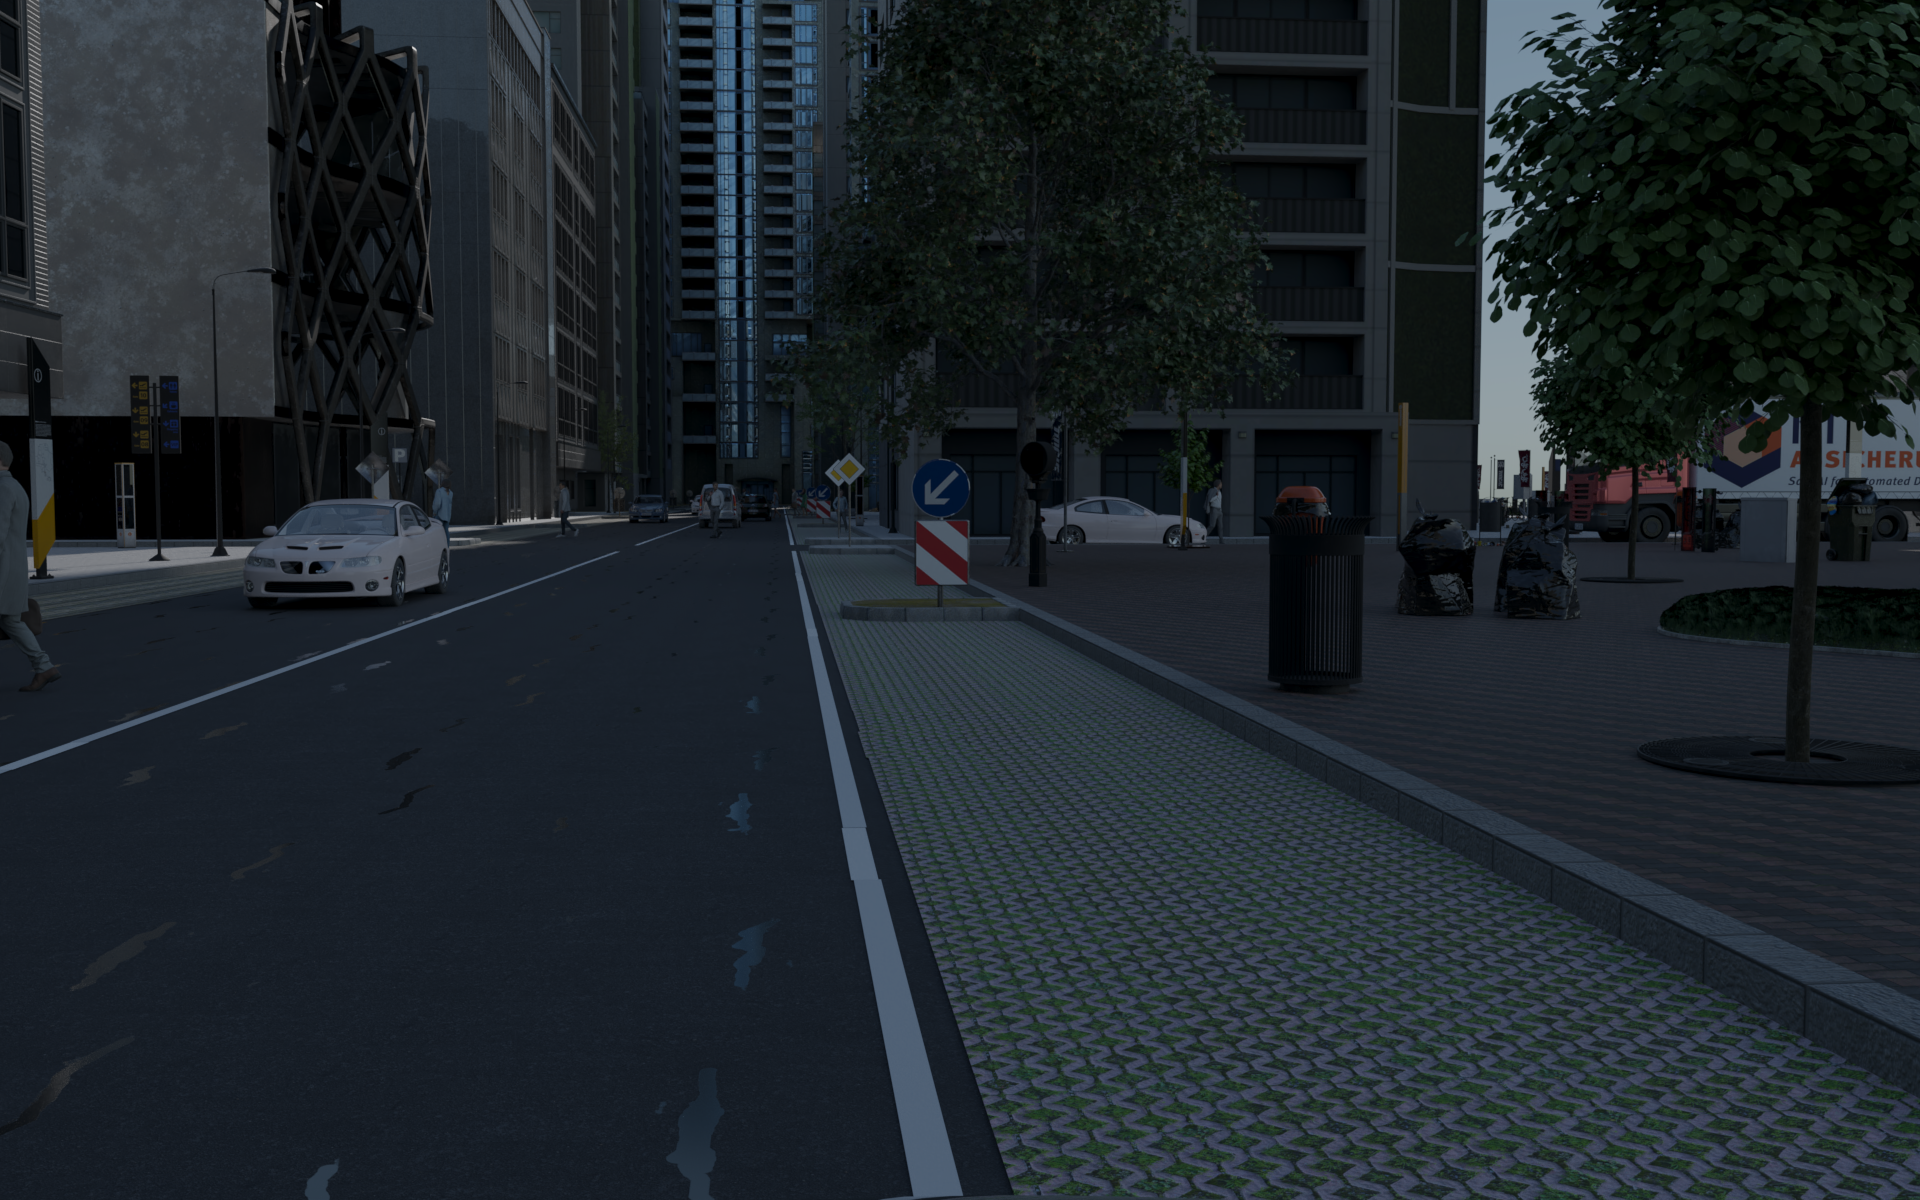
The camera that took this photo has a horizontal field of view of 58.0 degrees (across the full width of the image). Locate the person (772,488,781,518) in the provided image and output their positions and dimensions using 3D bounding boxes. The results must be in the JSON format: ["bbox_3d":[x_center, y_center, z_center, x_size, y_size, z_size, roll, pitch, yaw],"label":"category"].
[{"bbox_3d":[-10.840,-5.739,102.423,0.778,1.811,0.616,2,4,35],"label":"person"}]

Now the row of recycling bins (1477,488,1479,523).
[{"bbox_3d":[21.826,-4.335,77.986,1.069,1.692,3.534,-3,4,-36],"label":"row of recycling bins"}]

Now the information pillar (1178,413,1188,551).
[{"bbox_3d":[5.080,-2.933,39.309,0.183,3.616,0.504,0,4,1],"label":"information pillar"}]

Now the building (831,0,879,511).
[{"bbox_3d":[-0.262,-50.723,141.990,22.319,86.520,31.000,0,4,-6],"label":"building"}]

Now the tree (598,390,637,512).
[{"bbox_3d":[-24.360,-10.426,120.822,4.737,8.622,4.395,0,3,0],"label":"tree"}]

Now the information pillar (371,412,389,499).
[{"bbox_3d":[-16.548,-3.555,49.471,0.504,3.616,0.183,0,4,4],"label":"information pillar"}]

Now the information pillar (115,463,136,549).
[{"bbox_3d":[-19.717,-2.228,40.924,0.304,2.012,0.304,2,4,33],"label":"information pillar"}]

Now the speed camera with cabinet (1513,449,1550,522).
[{"bbox_3d":[25.505,-5.073,77.283,2.038,3.252,0.660,-3,4,-39],"label":"speed camera with cabinet"}]

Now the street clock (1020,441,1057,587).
[{"bbox_3d":[1.079,-1.185,23.949,0.471,2.002,0.358,3,4,38],"label":"street clock"}]

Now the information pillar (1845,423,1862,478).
[{"bbox_3d":[18.095,-2.675,35.099,0.504,3.616,0.183,-2,4,-35],"label":"information pillar"}]

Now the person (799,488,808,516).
[{"bbox_3d":[-9.956,-6.253,110.986,0.529,1.795,0.600,-3,4,-36],"label":"person"}]

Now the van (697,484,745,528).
[{"bbox_3d":[-10.230,-4.091,73.893,2.013,2.044,4.112,0,4,-5],"label":"van"}]

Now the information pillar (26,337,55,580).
[{"bbox_3d":[-13.864,-2.127,26.127,0.183,3.616,0.504,0,4,1],"label":"information pillar"}]

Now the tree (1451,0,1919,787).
[{"bbox_3d":[3.997,-1.489,8.058,4.285,4.588,4.351,0,3,0],"label":"tree"}]

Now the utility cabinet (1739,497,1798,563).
[{"bbox_3d":[15.327,-1.326,32.843,0.306,1.237,1.020,-2,4,-28],"label":"utility cabinet"}]

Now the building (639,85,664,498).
[{"bbox_3d":[-36.588,-29.648,168.336,14.154,41.232,14.086,0,4,-6],"label":"building"}]

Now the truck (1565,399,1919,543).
[{"bbox_3d":[22.161,-3.640,48.426,11.283,4.237,2.839,0,4,-4],"label":"truck"}]

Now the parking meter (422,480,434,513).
[{"bbox_3d":[-21.456,-3.923,69.856,0.399,1.863,0.255,0,4,-2],"label":"parking meter"}]

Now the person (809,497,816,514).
[{"bbox_3d":[-10.741,-7.091,125.902,0.593,1.643,0.415,-1,4,-13],"label":"person"}]

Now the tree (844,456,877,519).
[{"bbox_3d":[-5.379,-5.779,89.094,1.663,3.219,1.824,0,3,0],"label":"tree"}]

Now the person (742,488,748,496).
[{"bbox_3d":[-13.151,-5.920,105.481,0.721,1.800,0.419,2,4,33],"label":"person"}]

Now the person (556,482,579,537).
[{"bbox_3d":[-13.032,-3.004,57.468,0.795,1.843,0.661,0,4,-3],"label":"person"}]

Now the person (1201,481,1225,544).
[{"bbox_3d":[6.973,-2.379,47.502,0.850,1.850,0.679,2,4,32],"label":"person"}]

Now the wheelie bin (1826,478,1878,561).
[{"bbox_3d":[17.104,-1.545,33.167,0.980,1.594,0.693,-1,4,-20],"label":"wheelie bin"}]

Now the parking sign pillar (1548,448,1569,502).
[{"bbox_3d":[32.897,-6.571,95.907,1.447,3.967,1.447,1,4,9],"label":"parking sign pillar"}]

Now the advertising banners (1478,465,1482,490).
[{"bbox_3d":[30.517,-6.570,103.613,0.090,3.025,2.074,-1,4,-23],"label":"advertising banners"}]

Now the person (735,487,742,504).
[{"bbox_3d":[-11.457,-4.901,88.808,0.661,1.801,0.590,1,4,22],"label":"person"}]

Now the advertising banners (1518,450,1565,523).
[{"bbox_3d":[22.908,-4.400,68.122,2.074,3.025,0.090,3,5,43],"label":"advertising banners"}]

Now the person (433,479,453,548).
[{"bbox_3d":[-12.108,-1.947,40.603,0.793,1.790,0.793,-1,4,-10],"label":"person"}]

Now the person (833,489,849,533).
[{"bbox_3d":[-4.382,-3.270,63.778,0.589,1.601,0.330,0,4,-7],"label":"person"}]

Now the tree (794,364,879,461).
[{"bbox_3d":[-7.595,-11.614,115.646,9.928,11.665,9.643,0,3,0],"label":"tree"}]

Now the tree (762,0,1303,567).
[{"bbox_3d":[1.283,-6.954,30.712,9.611,12.733,9.660,0,3,0],"label":"tree"}]

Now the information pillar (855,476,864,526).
[{"bbox_3d":[-4.006,-3.950,69.080,0.304,2.012,0.304,-1,4,-9],"label":"information pillar"}]

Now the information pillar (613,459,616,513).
[{"bbox_3d":[-23.085,-7.609,115.762,0.183,3.616,0.504,0,4,-6],"label":"information pillar"}]

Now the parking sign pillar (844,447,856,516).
[{"bbox_3d":[-6.378,-6.826,100.070,1.447,3.967,1.447,-1,4,-15],"label":"parking sign pillar"}]

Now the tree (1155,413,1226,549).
[{"bbox_3d":[5.567,-2.852,41.224,1.663,3.219,1.824,0,3,0],"label":"tree"}]

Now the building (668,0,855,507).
[{"bbox_3d":[-29.563,-55.304,216.890,31.000,86.520,22.319,0,4,-6],"label":"building"}]

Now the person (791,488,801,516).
[{"bbox_3d":[-10.844,-6.412,113.462,0.853,1.813,0.709,-3,5,-41],"label":"person"}]

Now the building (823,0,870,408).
[{"bbox_3d":[-3.098,-38.583,172.823,21.231,58.520,28.212,0,4,-6],"label":"building"}]

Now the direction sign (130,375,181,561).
[{"bbox_3d":[-15.381,-2.518,33.173,0.876,3.537,0.379,-1,4,-9],"label":"direction sign"}]

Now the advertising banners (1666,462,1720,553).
[{"bbox_3d":[16.352,-2.605,38.783,0.090,3.025,2.074,-1,4,-10],"label":"advertising banners"}]

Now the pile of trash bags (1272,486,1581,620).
[{"bbox_3d":[5.104,-0.569,19.056,3.447,1.369,1.912,2,4,28],"label":"pile of trash bags"}]

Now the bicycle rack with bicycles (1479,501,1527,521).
[{"bbox_3d":[26.850,-4.314,83.914,2.852,0.926,2.925,-1,4,-14],"label":"bicycle rack with bicycles"}]

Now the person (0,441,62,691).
[{"bbox_3d":[-6.910,-0.233,12.416,0.767,1.812,0.694,-1,4,-18],"label":"person"}]

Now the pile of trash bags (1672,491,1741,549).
[{"bbox_3d":[18.587,-1.993,42.330,1.912,1.369,3.447,-1,4,-13],"label":"pile of trash bags"}]

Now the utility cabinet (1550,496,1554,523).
[{"bbox_3d":[24.084,-3.544,69.114,0.306,1.237,1.020,-3,5,-40],"label":"utility cabinet"}]

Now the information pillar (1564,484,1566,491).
[{"bbox_3d":[42.468,-7.140,121.224,0.304,2.012,0.304,1,4,8],"label":"information pillar"}]

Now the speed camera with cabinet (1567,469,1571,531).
[{"bbox_3d":[22.159,-4.026,60.161,2.038,3.252,0.660,1,4,20],"label":"speed camera with cabinet"}]

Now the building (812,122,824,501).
[{"bbox_3d":[-9.491,-31.217,193.986,14.154,41.232,14.086,0,4,-6],"label":"building"}]

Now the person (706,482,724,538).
[{"bbox_3d":[-8.003,-2.933,56.556,0.679,1.850,0.850,2,4,23],"label":"person"}]

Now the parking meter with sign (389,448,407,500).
[{"bbox_3d":[-21.686,-4.298,66.527,0.543,3.016,1.738,-2,4,-30],"label":"parking meter with sign"}]
